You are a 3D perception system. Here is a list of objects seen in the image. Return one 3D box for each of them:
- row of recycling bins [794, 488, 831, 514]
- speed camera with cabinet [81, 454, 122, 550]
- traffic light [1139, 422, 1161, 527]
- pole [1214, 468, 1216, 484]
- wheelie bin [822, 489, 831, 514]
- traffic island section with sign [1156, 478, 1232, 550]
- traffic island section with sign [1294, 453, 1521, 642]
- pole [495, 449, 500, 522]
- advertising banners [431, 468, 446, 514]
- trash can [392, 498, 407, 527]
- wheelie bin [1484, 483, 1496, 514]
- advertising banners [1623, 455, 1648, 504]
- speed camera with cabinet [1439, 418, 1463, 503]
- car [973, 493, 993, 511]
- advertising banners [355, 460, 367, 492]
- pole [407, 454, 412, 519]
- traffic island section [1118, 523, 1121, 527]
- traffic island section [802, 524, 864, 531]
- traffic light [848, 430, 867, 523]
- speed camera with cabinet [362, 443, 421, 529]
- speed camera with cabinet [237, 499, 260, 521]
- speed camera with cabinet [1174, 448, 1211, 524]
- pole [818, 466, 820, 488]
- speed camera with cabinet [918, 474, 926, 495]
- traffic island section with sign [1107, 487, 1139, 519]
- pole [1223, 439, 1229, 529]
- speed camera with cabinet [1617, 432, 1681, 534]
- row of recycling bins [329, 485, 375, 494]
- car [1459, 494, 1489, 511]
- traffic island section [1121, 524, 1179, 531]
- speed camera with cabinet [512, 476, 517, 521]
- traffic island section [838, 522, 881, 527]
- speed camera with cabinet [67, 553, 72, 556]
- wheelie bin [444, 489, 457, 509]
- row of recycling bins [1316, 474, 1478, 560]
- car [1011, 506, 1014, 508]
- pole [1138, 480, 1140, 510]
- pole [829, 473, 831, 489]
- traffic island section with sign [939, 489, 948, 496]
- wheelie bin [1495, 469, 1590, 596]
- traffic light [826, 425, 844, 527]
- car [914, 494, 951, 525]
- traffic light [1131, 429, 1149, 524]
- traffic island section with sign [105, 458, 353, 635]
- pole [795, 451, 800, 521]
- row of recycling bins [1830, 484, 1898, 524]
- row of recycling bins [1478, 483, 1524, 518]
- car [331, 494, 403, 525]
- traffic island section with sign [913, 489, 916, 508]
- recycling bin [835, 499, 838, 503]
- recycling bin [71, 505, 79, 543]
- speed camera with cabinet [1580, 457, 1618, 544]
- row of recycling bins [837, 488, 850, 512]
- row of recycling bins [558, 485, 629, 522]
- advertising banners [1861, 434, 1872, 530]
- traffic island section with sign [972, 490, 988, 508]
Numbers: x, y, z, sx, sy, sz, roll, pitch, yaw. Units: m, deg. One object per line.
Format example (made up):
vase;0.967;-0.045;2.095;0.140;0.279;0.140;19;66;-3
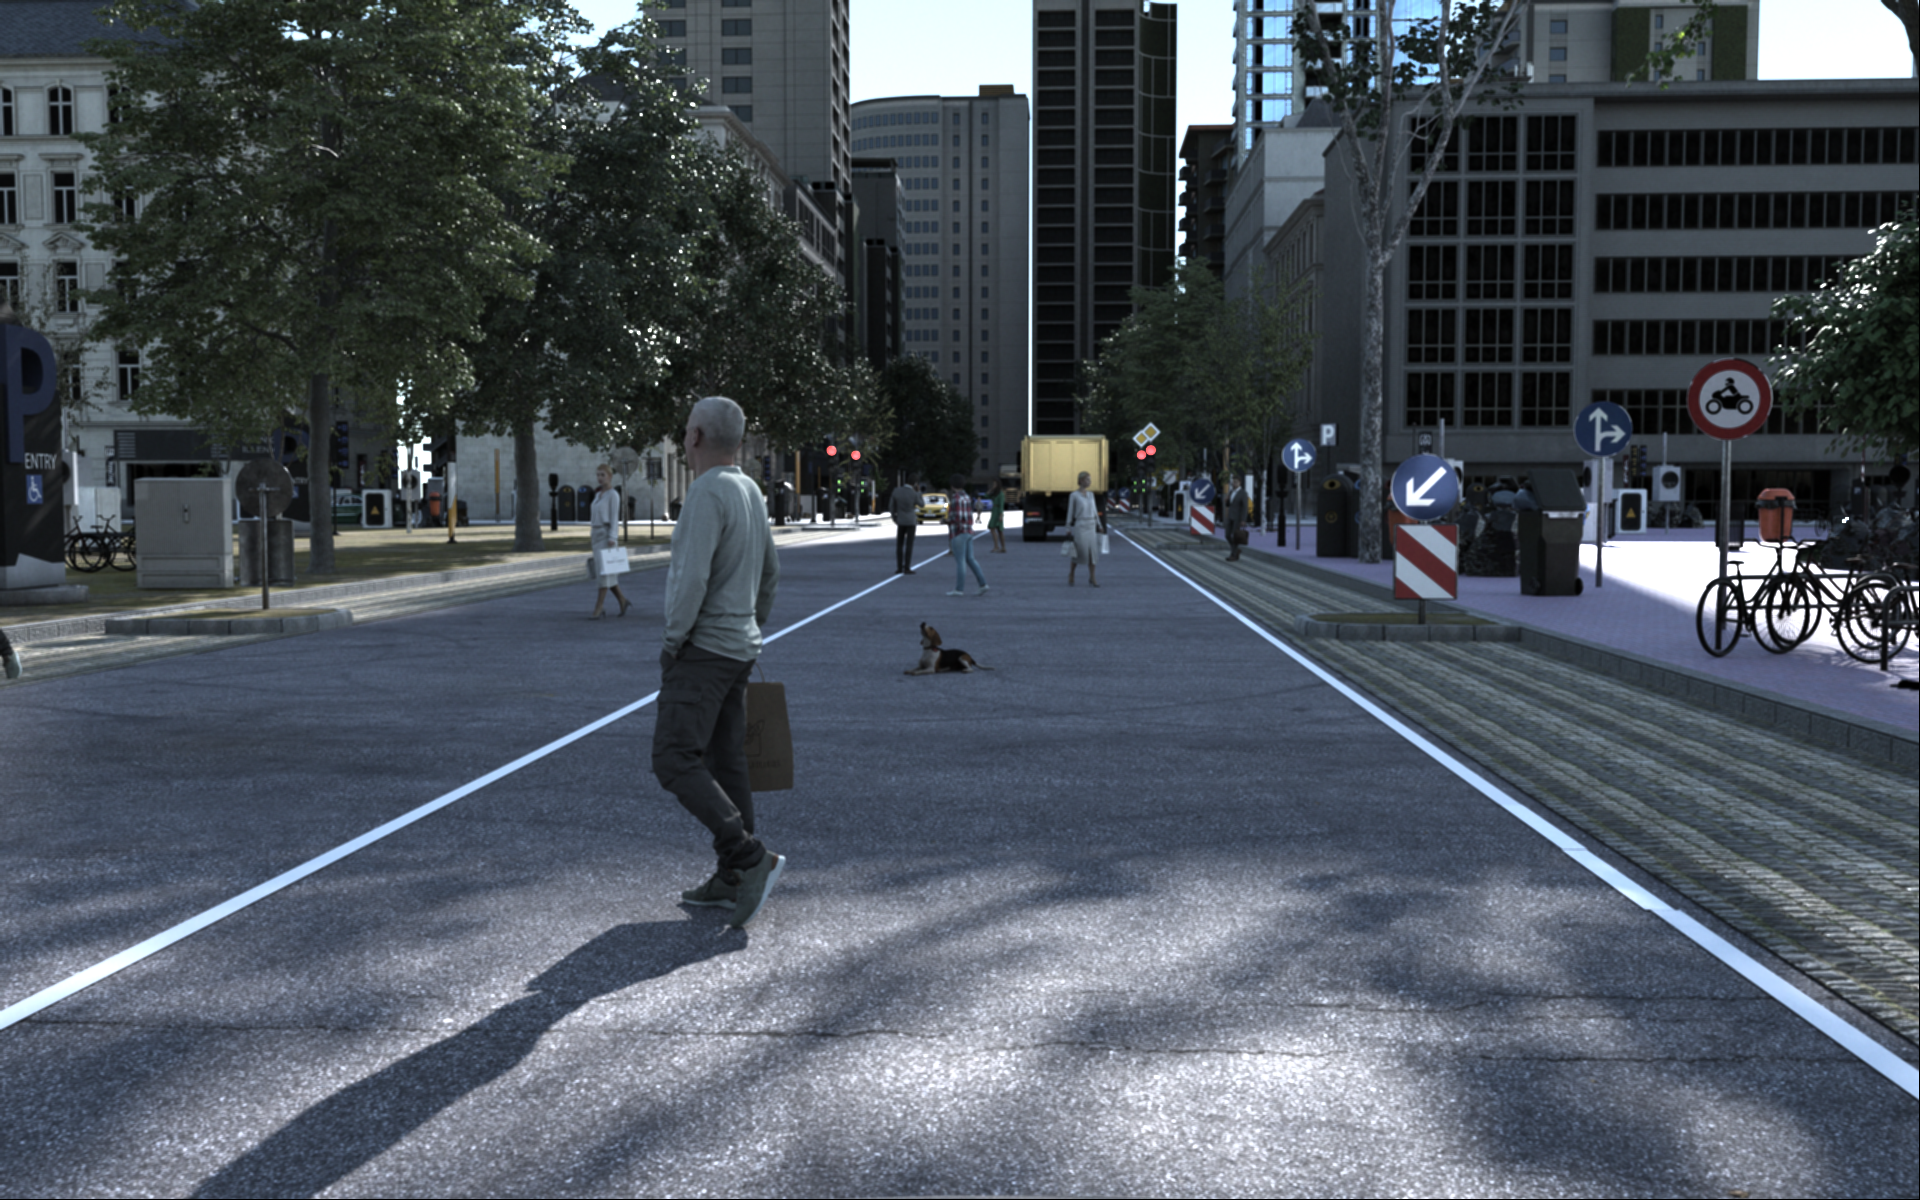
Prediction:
row of recycling bins;-10.280;-6.494;113.292;3.534;1.692;1.069;-2;4;-34
speed camera with cabinet;-20.108;-2.790;39.950;2.038;3.252;0.660;3;5;40
traffic light;7.395;-4.804;67.460;0.839;4.253;0.868;0;4;3
pole;19.810;-8.610;134.623;0.158;3.312;0.155;0;3;0
wheelie bin;-8.281;-6.216;109.539;0.693;1.594;0.980;2;4;28
traffic island section with sign;6.082;-2.205;44.687;1.989;1.847;2.006;0;4;3
traffic island section with sign;4.481;-0.555;17.697;1.989;1.847;2.006;0;4;3
pole;-21.030;-5.194;78.757;0.158;3.312;0.155;0;3;0
advertising banners;-37.805;-7.931;125.863;0.090;3.025;2.074;1;4;17
trash can;-21.955;-3.437;67.849;0.748;1.137;0.748;0;3;0
wheelie bin;9.737;-1.404;30.868;0.693;1.594;0.980;0;4;-1
advertising banners;29.726;-4.900;76.302;0.090;3.025;2.074;-1;4;-8
speed camera with cabinet;12.200;-3.085;44.778;2.038;3.252;0.660;-3;5;-41
car;2.039;-8.235;144.231;1.945;1.707;3.694;0;4;4
advertising banners;-31.366;-5.698;89.344;0.090;3.025;2.074;2;4;27
pole;-28.182;-5.801;88.681;0.158;3.312;0.155;0;3;0
traffic island section;7.907;-3.258;75.543;2.009;0.180;2.903;0;4;3
traffic island section;-5.035;-2.815;68.313;2.009;0.180;2.903;0;4;3
traffic light;-4.523;-5.335;76.147;0.839;4.253;0.868;0;4;3
speed camera with cabinet;-21.009;-4.261;64.006;2.038;3.252;0.660;-1;4;-10
speed camera with cabinet;-33.135;-5.362;81.997;2.038;3.252;0.660;-1;4;-14
speed camera with cabinet;10.094;-4.950;75.267;0.660;3.252;2.038;-2;4;-26
pole;-10.349;-8.158;127.231;0.158;3.312;0.155;0;3;0
speed camera with cabinet;-3.931;-9.593;151.177;2.038;3.252;0.660;-3;4;-36
traffic island section with sign;9.359;-5.595;100.099;1.989;1.847;2.006;0;4;3
pole;9.844;-4.296;64.088;0.158;3.312;0.155;0;3;0
speed camera with cabinet;21.852;-3.724;55.229;2.038;3.252;0.660;0;4;-3
row of recycling bins;-28.850;-4.470;80.201;3.534;1.692;1.069;-3;5;-40
car;21.204;-3.737;71.319;3.980;1.641;2.015;0;4;3
traffic island section;7.435;-2.770;67.572;2.009;0.180;2.903;0;4;3
speed camera with cabinet;-21.126;-5.430;83.111;0.660;3.252;2.038;-1;4;-19
traffic island section;-4.563;-3.303;76.284;2.009;0.180;2.903;0;4;3
speed camera with cabinet;-19.216;-2.512;35.413;2.038;3.252;0.660;-1;4;-19
wheelie bin;-30.322;-5.839;103.381;0.693;1.594;0.980;3;5;42
row of recycling bins;8.461;-1.666;34.357;1.069;1.692;3.534;-2;4;-32
car;4.669;-10.206;178.672;2.131;1.459;4.920;0;4;3
pole;14.126;-8.700;136.084;0.158;3.312;0.155;0;3;0
pole;-9.273;-7.971;124.164;0.158;3.312;0.155;0;3;0
traffic island section with sign;-1.141;-7.319;128.289;1.989;1.847;2.006;0;4;3
wheelie bin;7.458;-0.862;21.997;0.980;1.594;0.693;-1;4;-11
traffic light;-4.995;-4.847;68.176;0.839;4.253;0.868;0;4;3
car;-1.268;-4.421;82.512;2.015;1.641;3.980;0;4;4
traffic light;7.867;-5.291;75.431;0.839;4.253;0.868;0;4;3
traffic island section with sign;-7.659;-0.604;18.497;1.989;1.847;2.006;0;4;3
pole;-7.590;-5.334;81.059;0.158;3.312;0.155;0;3;0
row of recycling bins;38.877;-4.107;74.262;3.534;1.692;1.069;-1;4;-21
row of recycling bins;19.672;-3.330;61.559;3.534;1.692;1.069;3;4;39
car;-25.991;-3.743;72.993;4.920;1.459;2.131;0;4;4
traffic island section with sign;-2.778;-5.639;100.825;1.989;1.847;2.006;0;4;3
recycling bin;-6.613;-4.847;91.807;0.722;1.027;0.722;-3;4;-38
recycling bin;-23.342;-2.030;45.742;0.722;1.027;0.722;1;4;20
speed camera with cabinet;16.555;-3.136;45.604;0.660;3.252;2.038;0;4;1
row of recycling bins;-9.481;-7.106;123.301;3.534;1.692;1.069;1;4;12
row of recycling bins;-17.219;-4.542;81.376;3.534;1.692;1.069;1;4;13
advertising banners;20.413;-2.621;39.036;0.090;3.025;2.074;2;4;32
traffic island section with sign;1.806;-10.376;178.269;1.989;1.847;2.006;0;4;3
